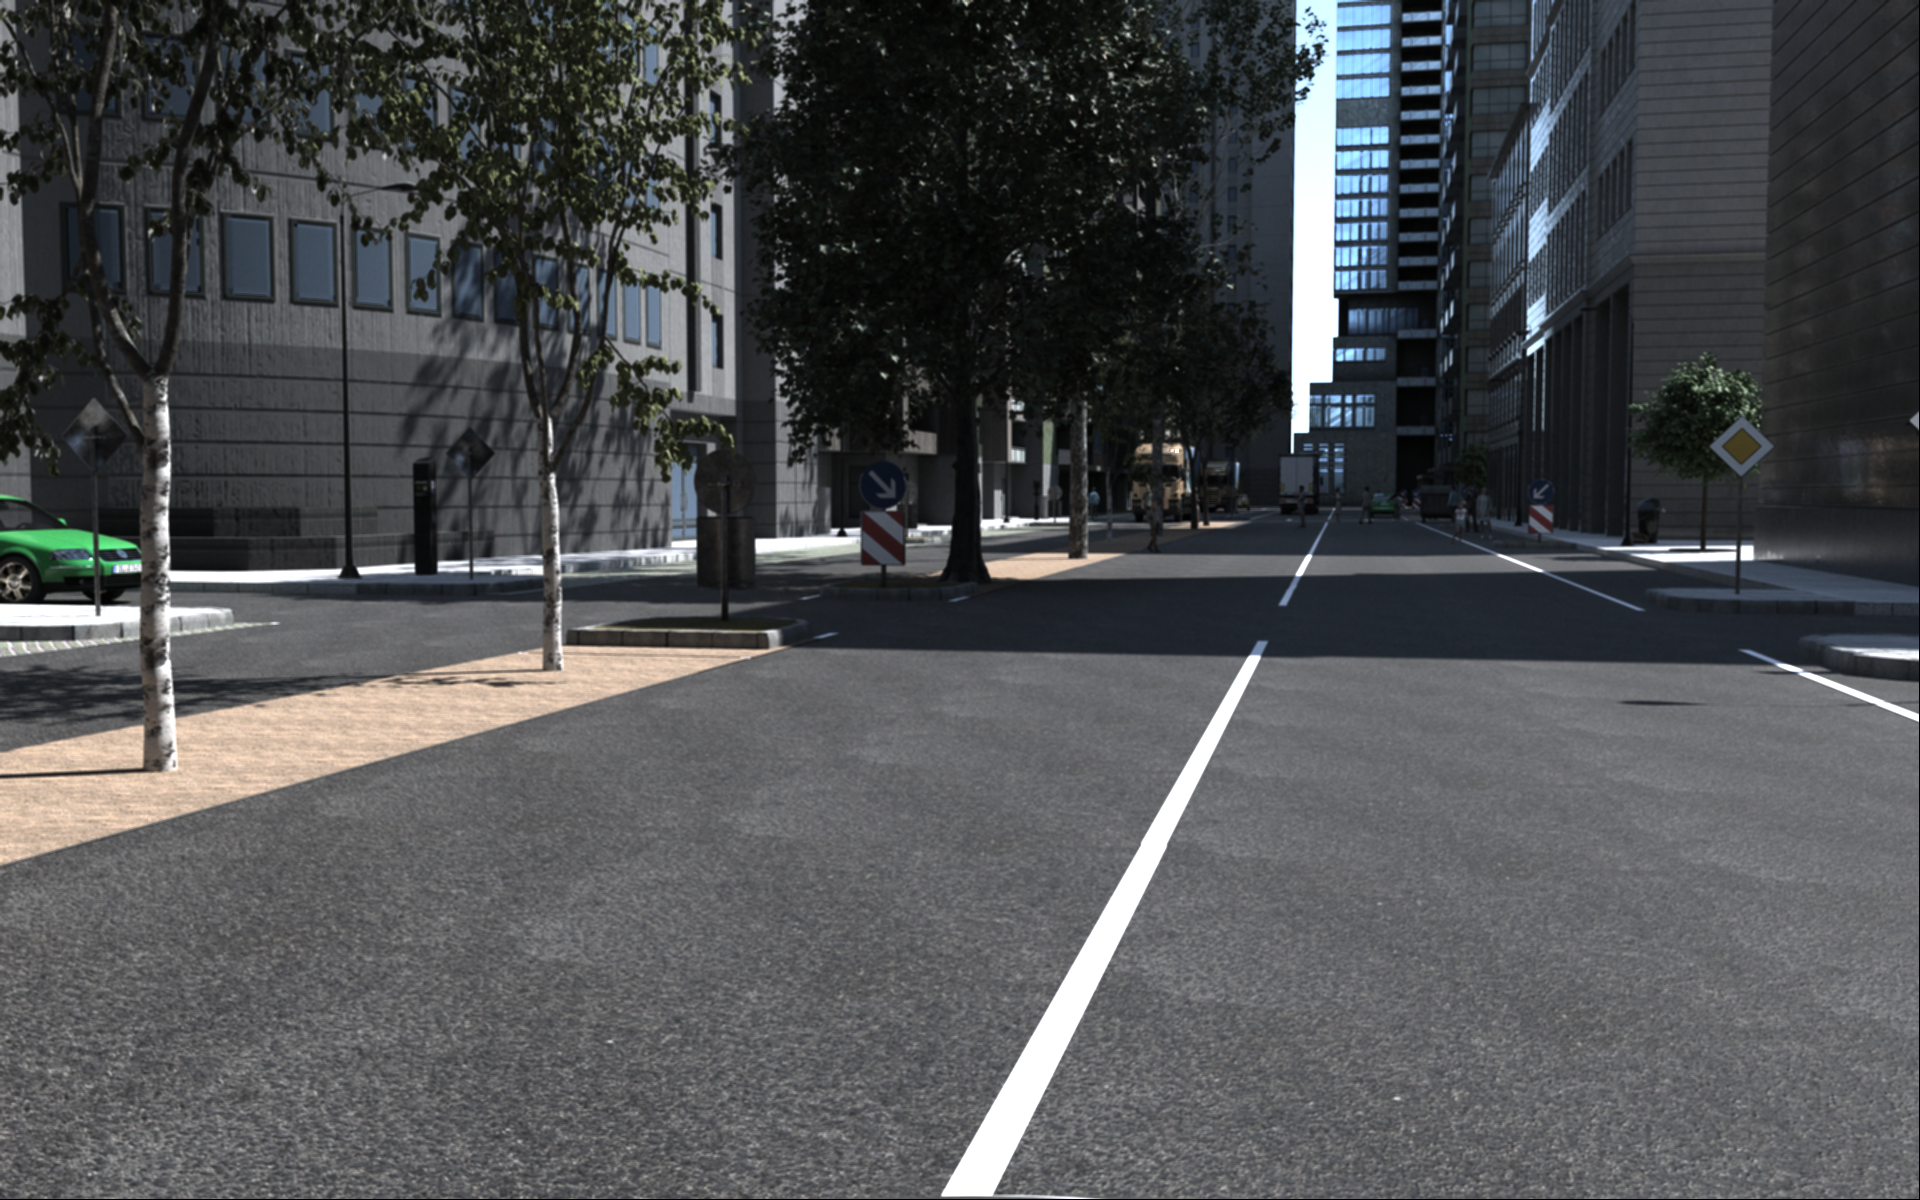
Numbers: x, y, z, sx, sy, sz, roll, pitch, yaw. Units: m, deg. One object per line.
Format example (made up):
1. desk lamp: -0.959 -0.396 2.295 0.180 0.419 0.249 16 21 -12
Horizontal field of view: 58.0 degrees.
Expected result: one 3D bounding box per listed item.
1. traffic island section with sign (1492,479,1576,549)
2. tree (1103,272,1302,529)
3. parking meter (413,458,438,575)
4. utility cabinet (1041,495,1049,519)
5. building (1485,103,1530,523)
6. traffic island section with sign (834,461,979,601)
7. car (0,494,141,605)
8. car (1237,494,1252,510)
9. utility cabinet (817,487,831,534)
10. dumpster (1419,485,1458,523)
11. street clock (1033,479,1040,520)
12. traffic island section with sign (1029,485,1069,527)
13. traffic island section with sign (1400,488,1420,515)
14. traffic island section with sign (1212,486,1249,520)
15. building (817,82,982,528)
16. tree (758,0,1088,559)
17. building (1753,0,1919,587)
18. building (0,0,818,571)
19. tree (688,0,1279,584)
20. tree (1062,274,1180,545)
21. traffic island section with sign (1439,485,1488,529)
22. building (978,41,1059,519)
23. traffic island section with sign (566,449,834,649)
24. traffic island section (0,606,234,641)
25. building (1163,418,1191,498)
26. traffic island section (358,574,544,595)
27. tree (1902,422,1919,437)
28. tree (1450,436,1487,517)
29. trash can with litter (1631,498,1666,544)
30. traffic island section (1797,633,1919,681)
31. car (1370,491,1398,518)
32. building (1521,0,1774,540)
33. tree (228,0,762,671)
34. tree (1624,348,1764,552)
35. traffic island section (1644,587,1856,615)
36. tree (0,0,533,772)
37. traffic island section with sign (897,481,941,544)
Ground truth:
1. traffic island section with sign: 15.290 -2.298 46.198 1.989 1.847 2.006 1 4 12
2. tree: 9.633 -8.176 70.540 8.767 10.594 7.601 1 4 12
3. parking meter: -8.503 -1.335 27.539 0.255 1.863 0.399 0 4 2
4. utility cabinet: 4.411 -4.812 89.833 0.306 1.237 1.020 0 4 -6
5. building: 31.480 -14.414 84.819 9.793 20.994 18.267 1 4 12
6. traffic island section with sign: -0.913 -0.984 24.226 2.006 1.907 1.989 1 4 12
7. car: -13.020 -0.855 22.782 4.718 1.807 1.959 1 4 12
8. car: 25.045 -8.843 154.813 2.015 1.641 3.980 1 4 10
9. utility cabinet: -4.631 -2.831 54.970 1.173 1.500 0.318 3 4 36
10. dumpster: 23.788 -4.762 86.080 1.865 1.857 1.264 1 4 12
11. street clock: 3.798 -4.971 85.849 0.358 2.002 0.471 -1 4 -10
12. traffic island section with sign: 4.191 -4.165 76.725 1.989 1.847 2.006 1 4 12
13. traffic island section with sign: 31.924 -6.906 121.546 1.989 1.847 2.006 1 4 12
14. traffic island section with sign: 15.278 -5.472 97.606 2.006 1.907 1.989 1 4 12
15. building: -7.372 -18.182 68.976 14.160 30.474 14.107 1 4 12
16. tree: 1.609 -11.034 38.747 12.611 20.169 13.585 0 3 0
17. building: 25.941 -13.895 24.443 25.104 27.353 12.463 1 4 12
18. building: -17.679 -30.494 40.583 21.231 58.520 28.212 1 4 12
19. tree: 0.123 -6.610 27.546 9.611 12.733 9.660 0 3 0
20. tree: 4.181 -5.826 48.082 4.737 8.622 4.395 0 3 0
21. traffic island section with sign: 21.105 -3.908 72.521 1.989 1.847 2.006 1 4 12
22. building: -2.836 -24.871 90.234 14.154 41.232 14.086 1 4 12
23. traffic island section with sign: -2.519 -0.542 16.994 2.006 1.907 1.989 1 4 12
24. traffic island section: -9.074 0.250 18.195 2.009 0.180 2.903 1 4 12
25. building: 6.297 -19.526 164.289 28.899 21.520 27.650 1 4 12
26. traffic island section: -7.352 -0.227 25.993 2.009 0.180 2.903 1 4 12
27. tree: 12.137 -1.564 20.176 1.663 3.219 1.824 0 3 0
28. tree: 29.639 -7.036 98.751 4.285 4.588 4.351 0 3 0
29. trash can with litter: 17.763 -2.041 44.762 0.624 1.170 1.055 3 5 39
30. traffic island section: 8.251 0.483 14.380 2.009 0.180 2.903 1 4 12
31. car: 26.134 -5.995 106.806 1.959 1.807 4.718 1 4 12
32. building: 27.184 -17.336 60.931 11.434 29.767 29.804 1 4 12
33. tree: -3.302 -3.711 13.498 4.737 8.622 4.395 0 3 0
34. tree: 16.801 -3.374 38.884 4.285 4.588 4.351 0 3 0
35. traffic island section: 9.972 0.006 22.178 2.009 0.180 2.903 1 4 12
36. tree: -4.096 -3.431 8.921 4.360 8.622 3.978 0 3 0
37. traffic island section with sign: -1.626 -2.555 50.403 1.989 1.847 2.006 1 4 12
